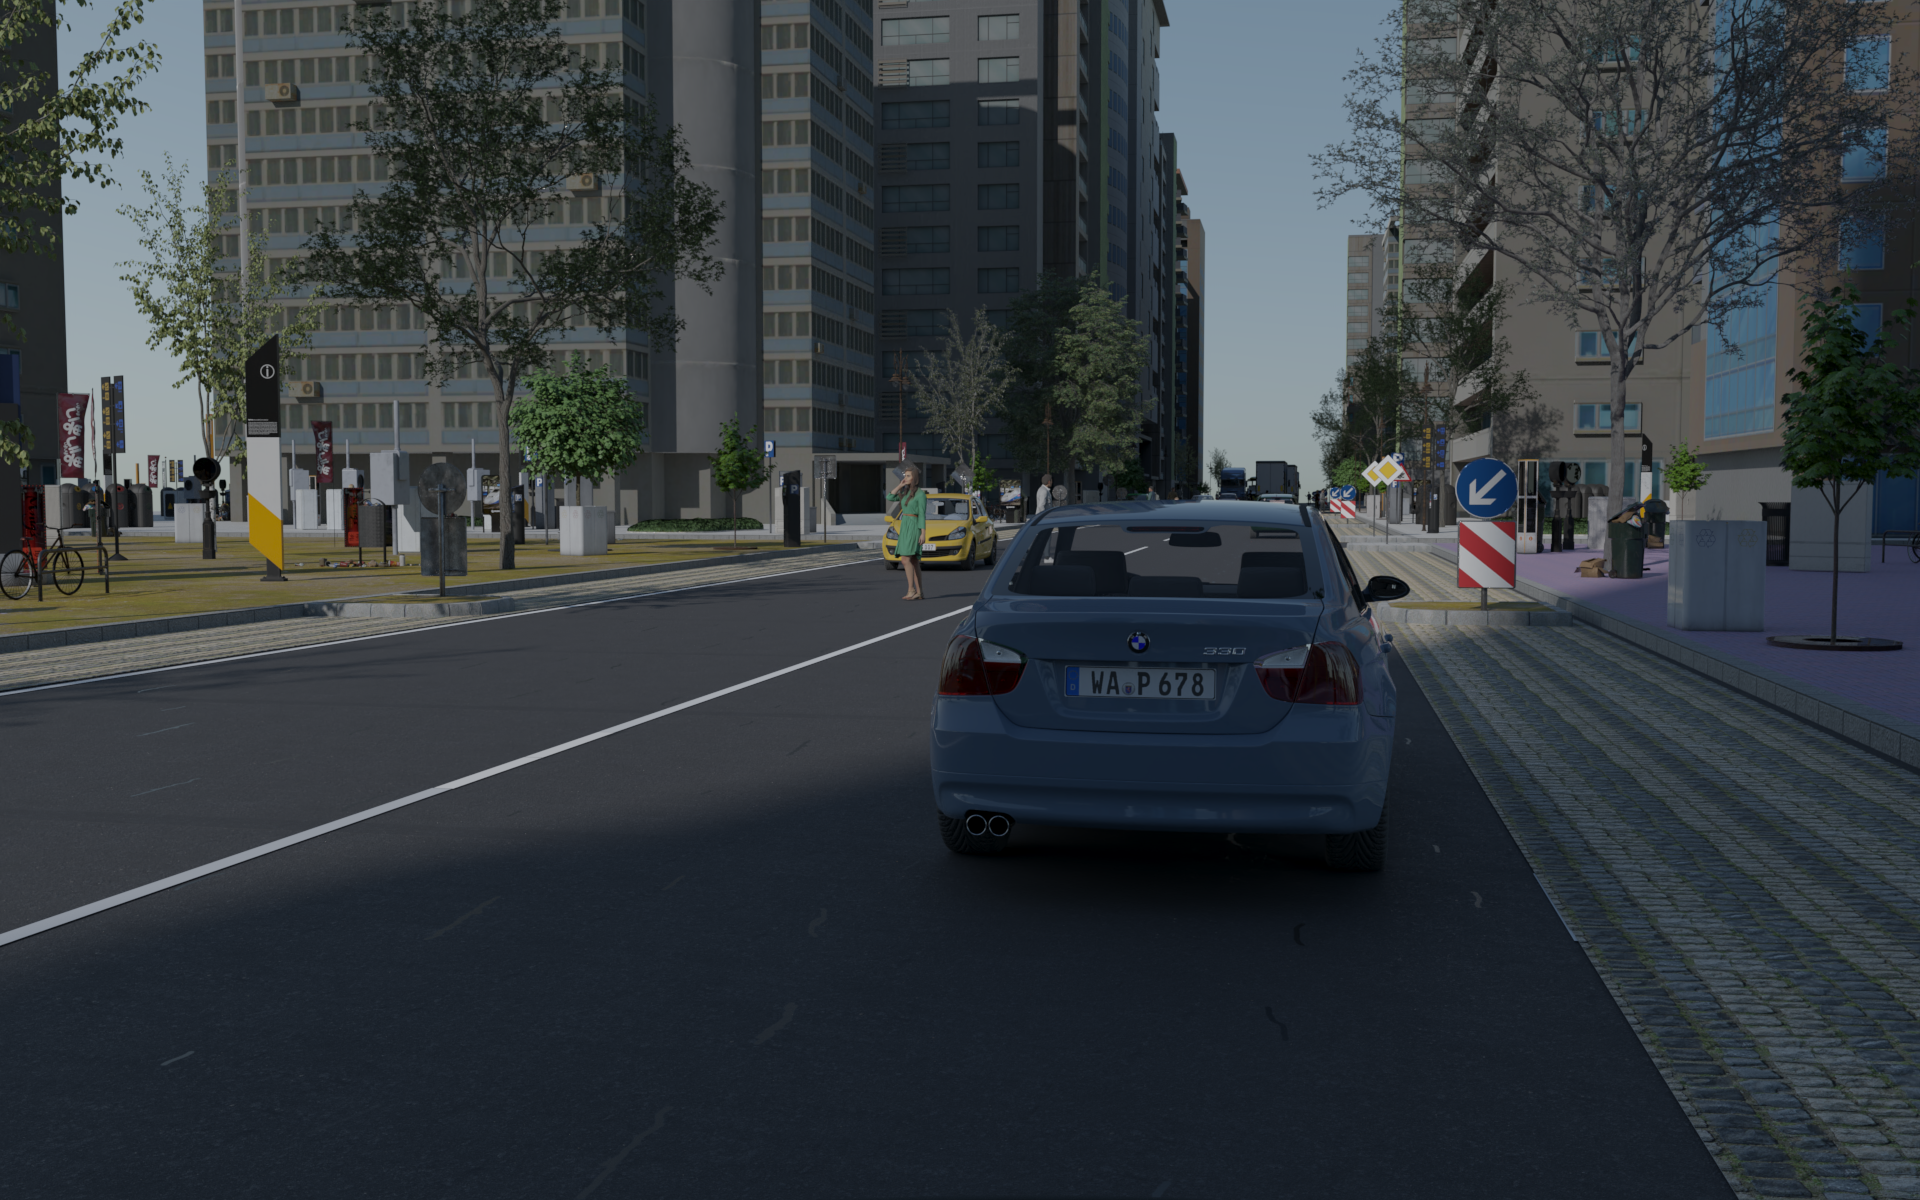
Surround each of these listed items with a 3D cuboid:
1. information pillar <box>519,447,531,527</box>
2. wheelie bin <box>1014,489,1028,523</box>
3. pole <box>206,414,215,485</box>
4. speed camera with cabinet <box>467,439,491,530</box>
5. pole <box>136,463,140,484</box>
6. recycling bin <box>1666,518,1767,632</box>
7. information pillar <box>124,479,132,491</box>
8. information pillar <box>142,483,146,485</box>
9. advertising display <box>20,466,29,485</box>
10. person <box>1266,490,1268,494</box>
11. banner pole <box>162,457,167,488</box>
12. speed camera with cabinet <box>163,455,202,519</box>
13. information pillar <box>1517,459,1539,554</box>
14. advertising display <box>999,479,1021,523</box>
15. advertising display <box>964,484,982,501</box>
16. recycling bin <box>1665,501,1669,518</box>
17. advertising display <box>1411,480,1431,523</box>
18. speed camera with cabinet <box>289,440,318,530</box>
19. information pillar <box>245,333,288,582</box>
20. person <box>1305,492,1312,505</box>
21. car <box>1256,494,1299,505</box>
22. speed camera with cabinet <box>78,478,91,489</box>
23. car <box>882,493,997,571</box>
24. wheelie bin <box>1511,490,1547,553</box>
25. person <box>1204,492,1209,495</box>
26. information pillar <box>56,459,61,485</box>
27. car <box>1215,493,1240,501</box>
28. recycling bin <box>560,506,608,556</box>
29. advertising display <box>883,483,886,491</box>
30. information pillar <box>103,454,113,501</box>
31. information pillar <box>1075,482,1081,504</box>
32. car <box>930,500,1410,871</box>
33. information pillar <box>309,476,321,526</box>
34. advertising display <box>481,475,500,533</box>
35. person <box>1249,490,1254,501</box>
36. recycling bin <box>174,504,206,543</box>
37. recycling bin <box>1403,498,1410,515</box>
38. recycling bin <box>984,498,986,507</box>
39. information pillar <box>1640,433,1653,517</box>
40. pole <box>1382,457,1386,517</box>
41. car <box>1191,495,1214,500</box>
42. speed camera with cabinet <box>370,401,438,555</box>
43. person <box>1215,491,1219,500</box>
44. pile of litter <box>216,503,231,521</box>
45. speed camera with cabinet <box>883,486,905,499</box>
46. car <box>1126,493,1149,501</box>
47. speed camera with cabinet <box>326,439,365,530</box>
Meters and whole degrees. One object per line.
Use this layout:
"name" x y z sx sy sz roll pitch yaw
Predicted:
"information pillar" -16.824 -4.617 66.835 0.183 3.616 0.504 1 4 20
"wheelie bin" 2.611 -4.237 77.177 0.693 1.594 0.980 1 4 15
"pole" -19.070 -3.073 44.093 0.158 3.312 0.155 0 3 0
"speed camera with cabinet" -16.803 -4.124 61.770 2.038 3.252 0.660 3 5 44
"pole" -54.292 -7.373 114.385 0.158 3.312 0.155 0 3 0
"recycling bin" 7.192 -0.240 16.479 0.722 1.027 0.722 1 4 10
"information pillar" -40.007 -4.822 83.324 0.304 2.012 0.304 -1 4 -10
"information pillar" -54.869 -6.845 116.399 0.304 2.012 0.304 -2 4 -28
"advertising display" -17.468 -1.623 31.757 0.123 1.923 0.974 1 4 13
"person" 23.592 -7.558 132.788 1.217 1.736 0.721 3 5 44
"banner pole" -53.109 -7.686 115.690 0.863 3.779 0.401 3 5 44
"speed camera with cabinet" -39.327 -5.703 87.587 2.038 3.252 0.660 1 4 22
"information pillar" 12.093 -1.983 36.908 0.304 2.012 0.304 -1 4 -15
"advertising display" 2.186 -4.306 75.625 0.974 1.923 0.123 -1 4 -15
"advertising display" 0.572 -4.286 75.287 0.974 1.923 0.123 3 5 44
"recycling bin" 27.452 -3.300 66.509 0.722 1.027 0.722 -3 5 -42
"advertising display" 20.538 -4.399 77.134 0.974 1.923 0.123 -2 4 -24
"speed camera with cabinet" -23.820 -4.191 62.853 0.660 3.252 2.038 -2 4 -31
"information pillar" -10.169 -2.080 25.359 0.504 3.616 0.183 0 4 -1
"person" 44.363 -12.947 220.712 0.750 1.759 0.617 -3 4 -36
"car" 10.424 -2.882 56.914 2.009 1.686 4.222 1 4 11
"speed camera with cabinet" -49.479 -6.314 97.562 0.660 3.252 2.038 -1 4 -13
"car" -0.361 -1.438 33.733 2.015 1.641 3.980 1 4 10
"wheelie bin" 12.445 -1.837 37.945 0.693 1.594 0.980 0 4 7
"person" 28.583 -11.711 200.782 0.742 1.727 0.445 2 4 27
"information pillar" -51.123 -6.534 98.184 0.183 3.616 0.504 -1 4 -8
"car" 23.002 -8.537 148.619 2.155 1.783 4.494 1 4 12
"recycling bin" -7.879 -1.450 36.257 0.722 1.027 0.722 3 4 38
"advertising display" -4.190 -5.921 102.024 0.974 1.923 0.123 0 4 4
"information pillar" -37.505 -5.194 76.273 0.183 3.616 0.504 1 4 15
"information pillar" 6.999 -5.999 102.579 0.304 2.012 0.304 -1 4 -15
"car" 1.061 0.244 8.010 2.014 1.417 4.499 1 4 12
"information pillar" -25.961 -3.989 69.716 0.304 2.012 0.304 1 4 12
"advertising display" -15.436 -3.209 57.682 0.974 1.923 0.123 -1 4 -23
"person" 26.030 -8.954 154.902 0.705 1.822 1.348 1 4 21
"recycling bin" -20.211 -2.016 45.520 0.722 1.027 0.722 -1 4 -19
"recycling bin" 26.586 -5.616 104.369 0.722 1.027 0.722 -3 4 -36
"recycling bin" 1.021 -5.380 100.518 0.722 1.027 0.722 -3 5 -41
"information pillar" 26.256 -4.582 66.271 0.183 3.616 0.504 -1 4 -22
"pole" 23.208 -6.179 94.873 0.158 3.312 0.155 0 3 0
"car" 16.280 -6.356 116.285 2.083 1.381 4.827 1 4 11
"speed camera with cabinet" -11.963 -2.635 37.420 0.660 3.252 2.038 1 4 11
"person" 32.786 -12.978 220.693 0.705 1.824 1.348 -1 4 -16
"pile of litter" -35.105 -4.169 82.126 1.176 0.858 1.719 2 4 31
"speed camera with cabinet" -3.737 -6.044 93.150 2.038 3.252 0.660 1 4 23
"car" 11.367 -6.249 110.968 1.959 1.807 4.718 1 4 11
"speed camera with cabinet" -22.001 -4.140 62.029 0.660 3.252 2.038 0 4 4
